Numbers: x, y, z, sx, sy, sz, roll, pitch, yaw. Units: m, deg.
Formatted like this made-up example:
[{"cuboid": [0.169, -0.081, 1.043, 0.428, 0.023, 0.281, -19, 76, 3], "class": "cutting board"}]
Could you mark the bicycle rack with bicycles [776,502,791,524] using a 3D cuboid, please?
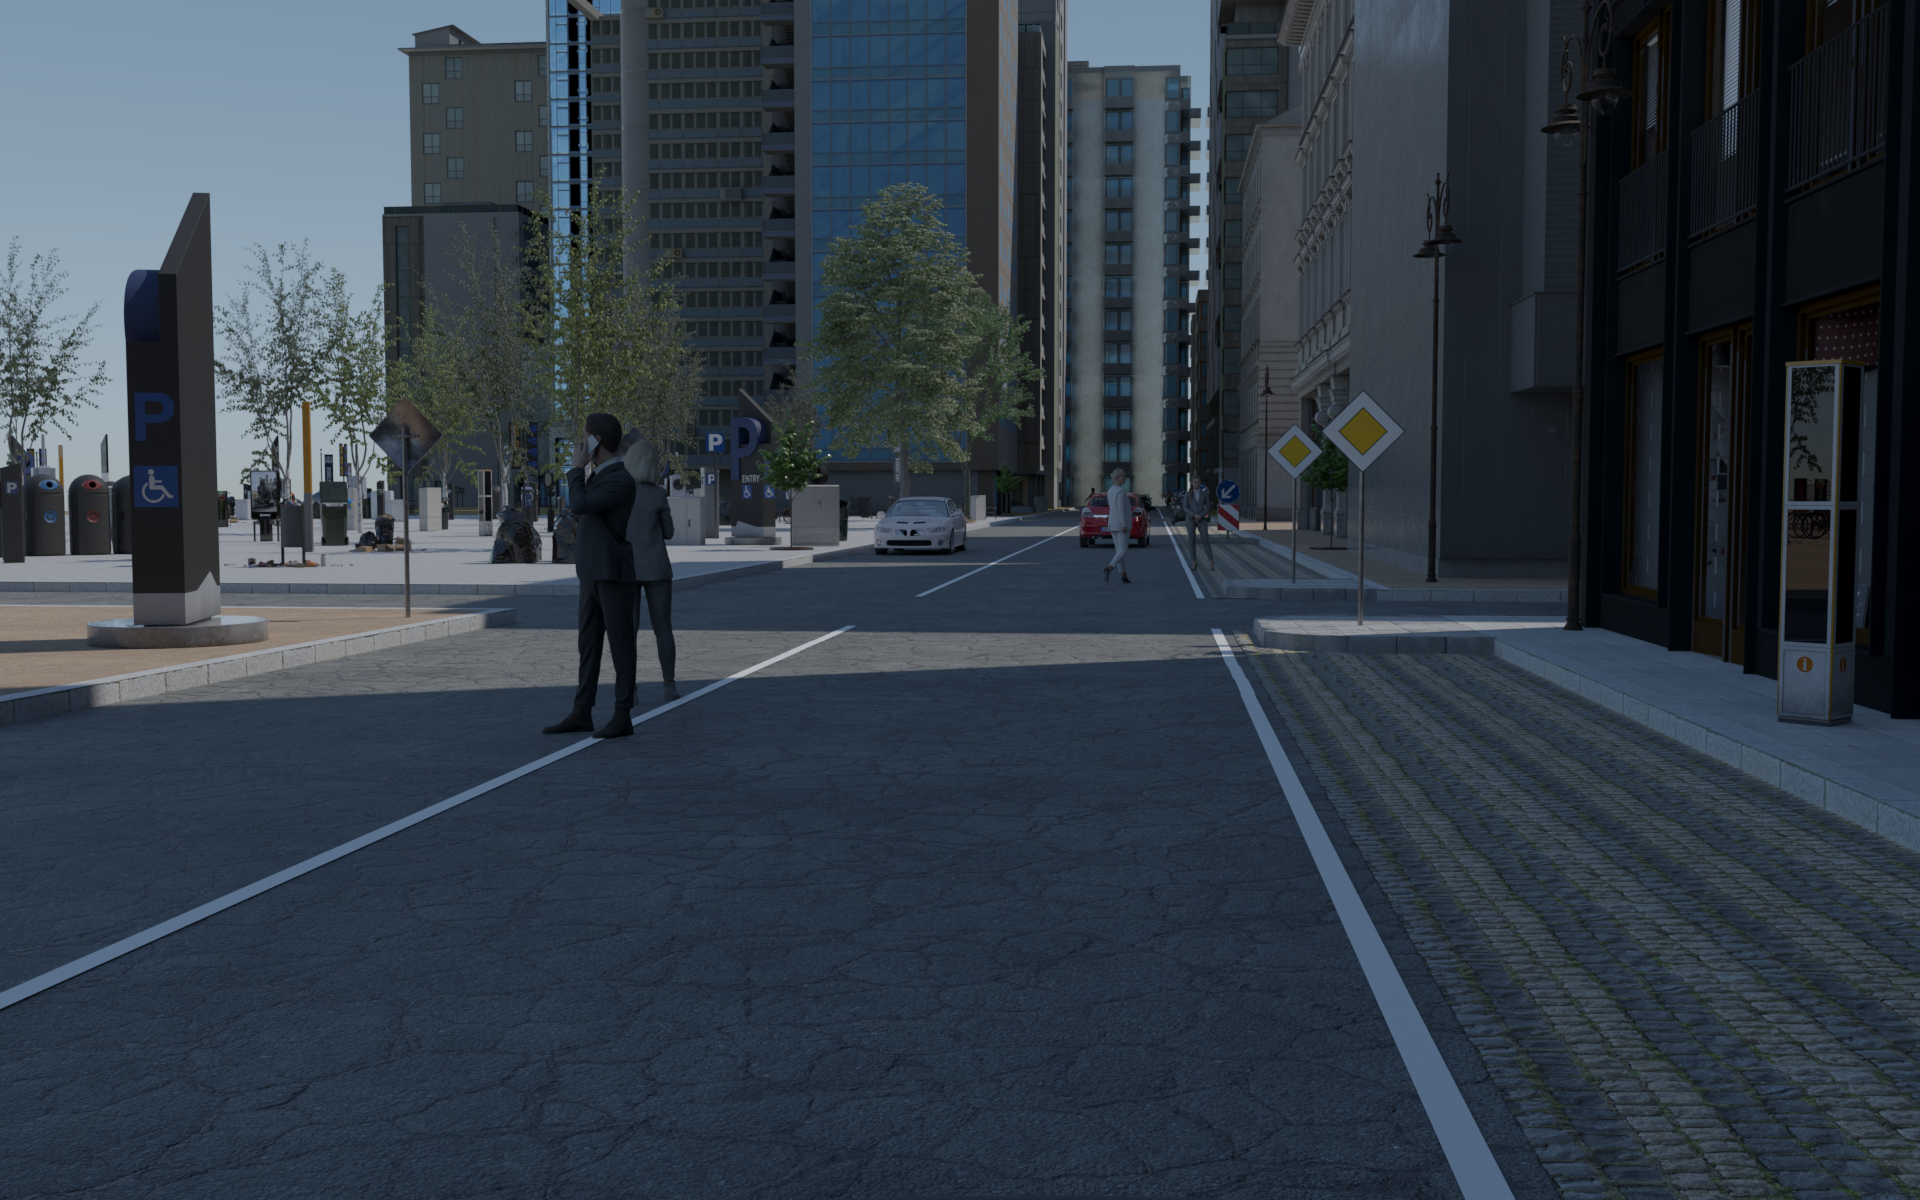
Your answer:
[{"cuboid": [-6.951, -3.754, 74.756, 2.925, 0.926, 2.852, 0, 4, 5], "class": "bicycle rack with bicycles"}]

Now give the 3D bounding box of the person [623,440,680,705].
[{"cuboid": [-2.235, -0.202, 11.984, 0.537, 1.800, 0.526, 0, 4, 4], "class": "person"}]

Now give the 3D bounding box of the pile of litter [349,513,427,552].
[{"cuboid": [-12.857, -1.532, 39.010, 1.719, 0.858, 1.176, -1, 4, -16], "class": "pile of litter"}]

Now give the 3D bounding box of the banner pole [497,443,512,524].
[{"cuboid": [-19.677, -5.190, 74.875, 0.863, 3.779, 0.401, 2, 4, 26], "class": "banner pole"}]

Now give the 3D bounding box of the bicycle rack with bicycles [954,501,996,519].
[{"cuboid": [0.634, -4.576, 88.201, 2.852, 0.926, 2.925, -1, 4, -14], "class": "bicycle rack with bicycles"}]

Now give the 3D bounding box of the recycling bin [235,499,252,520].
[{"cuboid": [-35.013, -4.428, 84.949, 0.722, 1.027, 0.722, 1, 4, 17], "class": "recycling bin"}]

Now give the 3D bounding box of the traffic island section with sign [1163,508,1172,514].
[{"cuboid": [15.985, -7.179, 125.997, 1.989, 1.847, 2.006, 0, 4, 6], "class": "traffic island section with sign"}]

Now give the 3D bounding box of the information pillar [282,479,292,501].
[{"cuboid": [-32.119, -4.781, 82.657, 0.304, 2.012, 0.304, 2, 4, 32], "class": "information pillar"}]

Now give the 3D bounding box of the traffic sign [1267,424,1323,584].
[{"cuboid": [4.780, -1.293, 24.781, 0.795, 2.450, 0.064, 0, 4, 6], "class": "traffic sign"}]

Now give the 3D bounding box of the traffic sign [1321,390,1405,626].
[{"cuboid": [3.904, -0.807, 16.844, 0.795, 2.450, 0.064, 0, 4, 6], "class": "traffic sign"}]

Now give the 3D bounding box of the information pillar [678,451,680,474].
[{"cuboid": [-15.186, -6.263, 93.758, 0.183, 3.616, 0.504, -1, 4, -13], "class": "information pillar"}]

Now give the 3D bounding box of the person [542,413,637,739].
[{"cuboid": [-2.153, -0.143, 10.197, 0.474, 1.900, 0.648, -2, 4, -32], "class": "person"}]

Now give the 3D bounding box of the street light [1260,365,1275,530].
[{"cuboid": [10.943, -5.451, 61.911, 0.468, 5.910, 1.993, 0, 4, 6], "class": "street light"}]

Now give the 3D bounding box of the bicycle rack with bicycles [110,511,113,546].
[{"cuboid": [-19.708, -1.771, 42.343, 2.852, 0.926, 2.925, -1, 4, -14], "class": "bicycle rack with bicycles"}]

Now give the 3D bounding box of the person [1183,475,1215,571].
[{"cuboid": [4.467, -1.443, 32.363, 0.520, 1.790, 0.573, -1, 4, -13], "class": "person"}]

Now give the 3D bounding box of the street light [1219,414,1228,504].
[{"cuboid": [14.986, -7.693, 98.567, 0.468, 5.910, 1.993, 0, 4, 6], "class": "street light"}]

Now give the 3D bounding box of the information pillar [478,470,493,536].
[{"cuboid": [-14.409, -2.941, 52.573, 0.304, 2.012, 0.304, 3, 5, 40], "class": "information pillar"}]

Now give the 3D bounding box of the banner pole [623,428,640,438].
[{"cuboid": [-11.850, -4.459, 62.920, 0.863, 3.779, 0.401, 1, 4, 10], "class": "banner pole"}]

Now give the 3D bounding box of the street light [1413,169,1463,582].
[{"cuboid": [6.877, -3.198, 25.079, 0.468, 5.910, 1.993, 0, 4, 6], "class": "street light"}]

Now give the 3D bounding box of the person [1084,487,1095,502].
[{"cuboid": [8.053, -5.919, 105.246, 0.705, 1.831, 1.348, 3, 5, 45], "class": "person"}]

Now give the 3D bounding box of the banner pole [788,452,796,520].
[{"cuboid": [-8.125, -5.842, 85.535, 0.863, 3.779, 0.401, -3, 4, -36], "class": "banner pole"}]

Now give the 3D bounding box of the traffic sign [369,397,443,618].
[{"cuboid": [-5.730, -0.874, 17.924, 0.795, 2.450, 0.064, 0, 4, 6], "class": "traffic sign"}]

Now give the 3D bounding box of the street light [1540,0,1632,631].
[{"cuboid": [5.781, -2.652, 16.156, 0.468, 5.910, 1.993, 0, 4, 6], "class": "street light"}]

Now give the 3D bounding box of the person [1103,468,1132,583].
[{"cuboid": [2.498, -1.179, 27.661, 0.818, 1.842, 0.514, -3, 5, -43], "class": "person"}]

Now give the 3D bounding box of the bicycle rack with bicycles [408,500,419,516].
[{"cuboid": [-32.272, -5.354, 100.921, 2.852, 0.926, 2.925, -1, 4, -18], "class": "bicycle rack with bicycles"}]

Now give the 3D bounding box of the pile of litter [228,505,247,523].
[{"cuboid": [-32.522, -3.841, 76.767, 1.719, 0.858, 1.176, -1, 4, -17], "class": "pile of litter"}]

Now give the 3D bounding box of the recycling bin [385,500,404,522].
[{"cuboid": [-25.920, -4.095, 79.504, 0.722, 1.027, 0.722, -3, 5, -40], "class": "recycling bin"}]

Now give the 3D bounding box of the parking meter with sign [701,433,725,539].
[{"cuboid": [-7.229, -3.300, 50.208, 0.543, 3.016, 1.738, -1, 4, -17], "class": "parking meter with sign"}]

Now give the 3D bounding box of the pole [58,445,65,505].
[{"cuboid": [-37.321, -4.777, 71.940, 0.158, 3.312, 0.155, 0, 3, 0], "class": "pole"}]

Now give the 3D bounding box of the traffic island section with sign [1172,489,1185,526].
[{"cuboid": [10.582, -4.183, 77.018, 1.989, 1.847, 2.006, 0, 4, 6], "class": "traffic island section with sign"}]

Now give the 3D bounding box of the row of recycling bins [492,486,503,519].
[{"cuboid": [-24.079, -5.013, 89.070, 1.069, 1.692, 3.534, -2, 4, -24], "class": "row of recycling bins"}]

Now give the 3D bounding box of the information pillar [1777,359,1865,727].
[{"cuboid": [4.801, -0.317, 9.668, 0.304, 2.012, 0.304, -3, 5, -40], "class": "information pillar"}]

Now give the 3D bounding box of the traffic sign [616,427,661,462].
[{"cuboid": [-4.853, -1.359, 25.861, 0.795, 2.450, 0.064, 0, 4, 6], "class": "traffic sign"}]

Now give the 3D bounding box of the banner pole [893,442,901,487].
[{"cuboid": [-2.441, -4.962, 71.151, 0.863, 3.779, 0.401, 3, 4, 38], "class": "banner pole"}]

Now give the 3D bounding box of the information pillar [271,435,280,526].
[{"cuboid": [-27.240, -4.748, 68.977, 0.183, 3.616, 0.504, 0, 4, 6], "class": "information pillar"}]

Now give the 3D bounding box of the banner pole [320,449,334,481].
[{"cuboid": [-34.973, -6.455, 95.558, 0.863, 3.779, 0.401, -2, 4, -25], "class": "banner pole"}]

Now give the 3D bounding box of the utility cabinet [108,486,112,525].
[{"cuboid": [-23.755, -2.471, 49.072, 1.173, 1.500, 0.318, 0, 4, -1], "class": "utility cabinet"}]

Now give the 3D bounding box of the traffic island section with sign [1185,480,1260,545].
[{"cuboid": [7.567, -2.518, 49.794, 1.989, 1.847, 2.006, 0, 4, 6], "class": "traffic island section with sign"}]

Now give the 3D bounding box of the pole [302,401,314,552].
[{"cuboid": [-14.389, -2.713, 38.207, 0.158, 3.312, 0.155, 0, 3, 0], "class": "pole"}]

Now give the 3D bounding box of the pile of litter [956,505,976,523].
[{"cuboid": [0.109, -3.827, 76.529, 1.176, 0.858, 1.719, 0, 4, 7], "class": "pile of litter"}]

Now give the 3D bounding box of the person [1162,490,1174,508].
[{"cuboid": [20.718, -9.982, 171.723, 1.348, 1.823, 0.705, 1, 4, 20], "class": "person"}]

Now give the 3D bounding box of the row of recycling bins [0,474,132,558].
[{"cuboid": [-18.676, -1.778, 36.178, 1.069, 1.692, 3.534, 3, 5, 44], "class": "row of recycling bins"}]

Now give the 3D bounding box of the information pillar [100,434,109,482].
[{"cuboid": [-33.391, -4.668, 67.675, 0.504, 3.616, 0.183, 3, 5, 40], "class": "information pillar"}]
